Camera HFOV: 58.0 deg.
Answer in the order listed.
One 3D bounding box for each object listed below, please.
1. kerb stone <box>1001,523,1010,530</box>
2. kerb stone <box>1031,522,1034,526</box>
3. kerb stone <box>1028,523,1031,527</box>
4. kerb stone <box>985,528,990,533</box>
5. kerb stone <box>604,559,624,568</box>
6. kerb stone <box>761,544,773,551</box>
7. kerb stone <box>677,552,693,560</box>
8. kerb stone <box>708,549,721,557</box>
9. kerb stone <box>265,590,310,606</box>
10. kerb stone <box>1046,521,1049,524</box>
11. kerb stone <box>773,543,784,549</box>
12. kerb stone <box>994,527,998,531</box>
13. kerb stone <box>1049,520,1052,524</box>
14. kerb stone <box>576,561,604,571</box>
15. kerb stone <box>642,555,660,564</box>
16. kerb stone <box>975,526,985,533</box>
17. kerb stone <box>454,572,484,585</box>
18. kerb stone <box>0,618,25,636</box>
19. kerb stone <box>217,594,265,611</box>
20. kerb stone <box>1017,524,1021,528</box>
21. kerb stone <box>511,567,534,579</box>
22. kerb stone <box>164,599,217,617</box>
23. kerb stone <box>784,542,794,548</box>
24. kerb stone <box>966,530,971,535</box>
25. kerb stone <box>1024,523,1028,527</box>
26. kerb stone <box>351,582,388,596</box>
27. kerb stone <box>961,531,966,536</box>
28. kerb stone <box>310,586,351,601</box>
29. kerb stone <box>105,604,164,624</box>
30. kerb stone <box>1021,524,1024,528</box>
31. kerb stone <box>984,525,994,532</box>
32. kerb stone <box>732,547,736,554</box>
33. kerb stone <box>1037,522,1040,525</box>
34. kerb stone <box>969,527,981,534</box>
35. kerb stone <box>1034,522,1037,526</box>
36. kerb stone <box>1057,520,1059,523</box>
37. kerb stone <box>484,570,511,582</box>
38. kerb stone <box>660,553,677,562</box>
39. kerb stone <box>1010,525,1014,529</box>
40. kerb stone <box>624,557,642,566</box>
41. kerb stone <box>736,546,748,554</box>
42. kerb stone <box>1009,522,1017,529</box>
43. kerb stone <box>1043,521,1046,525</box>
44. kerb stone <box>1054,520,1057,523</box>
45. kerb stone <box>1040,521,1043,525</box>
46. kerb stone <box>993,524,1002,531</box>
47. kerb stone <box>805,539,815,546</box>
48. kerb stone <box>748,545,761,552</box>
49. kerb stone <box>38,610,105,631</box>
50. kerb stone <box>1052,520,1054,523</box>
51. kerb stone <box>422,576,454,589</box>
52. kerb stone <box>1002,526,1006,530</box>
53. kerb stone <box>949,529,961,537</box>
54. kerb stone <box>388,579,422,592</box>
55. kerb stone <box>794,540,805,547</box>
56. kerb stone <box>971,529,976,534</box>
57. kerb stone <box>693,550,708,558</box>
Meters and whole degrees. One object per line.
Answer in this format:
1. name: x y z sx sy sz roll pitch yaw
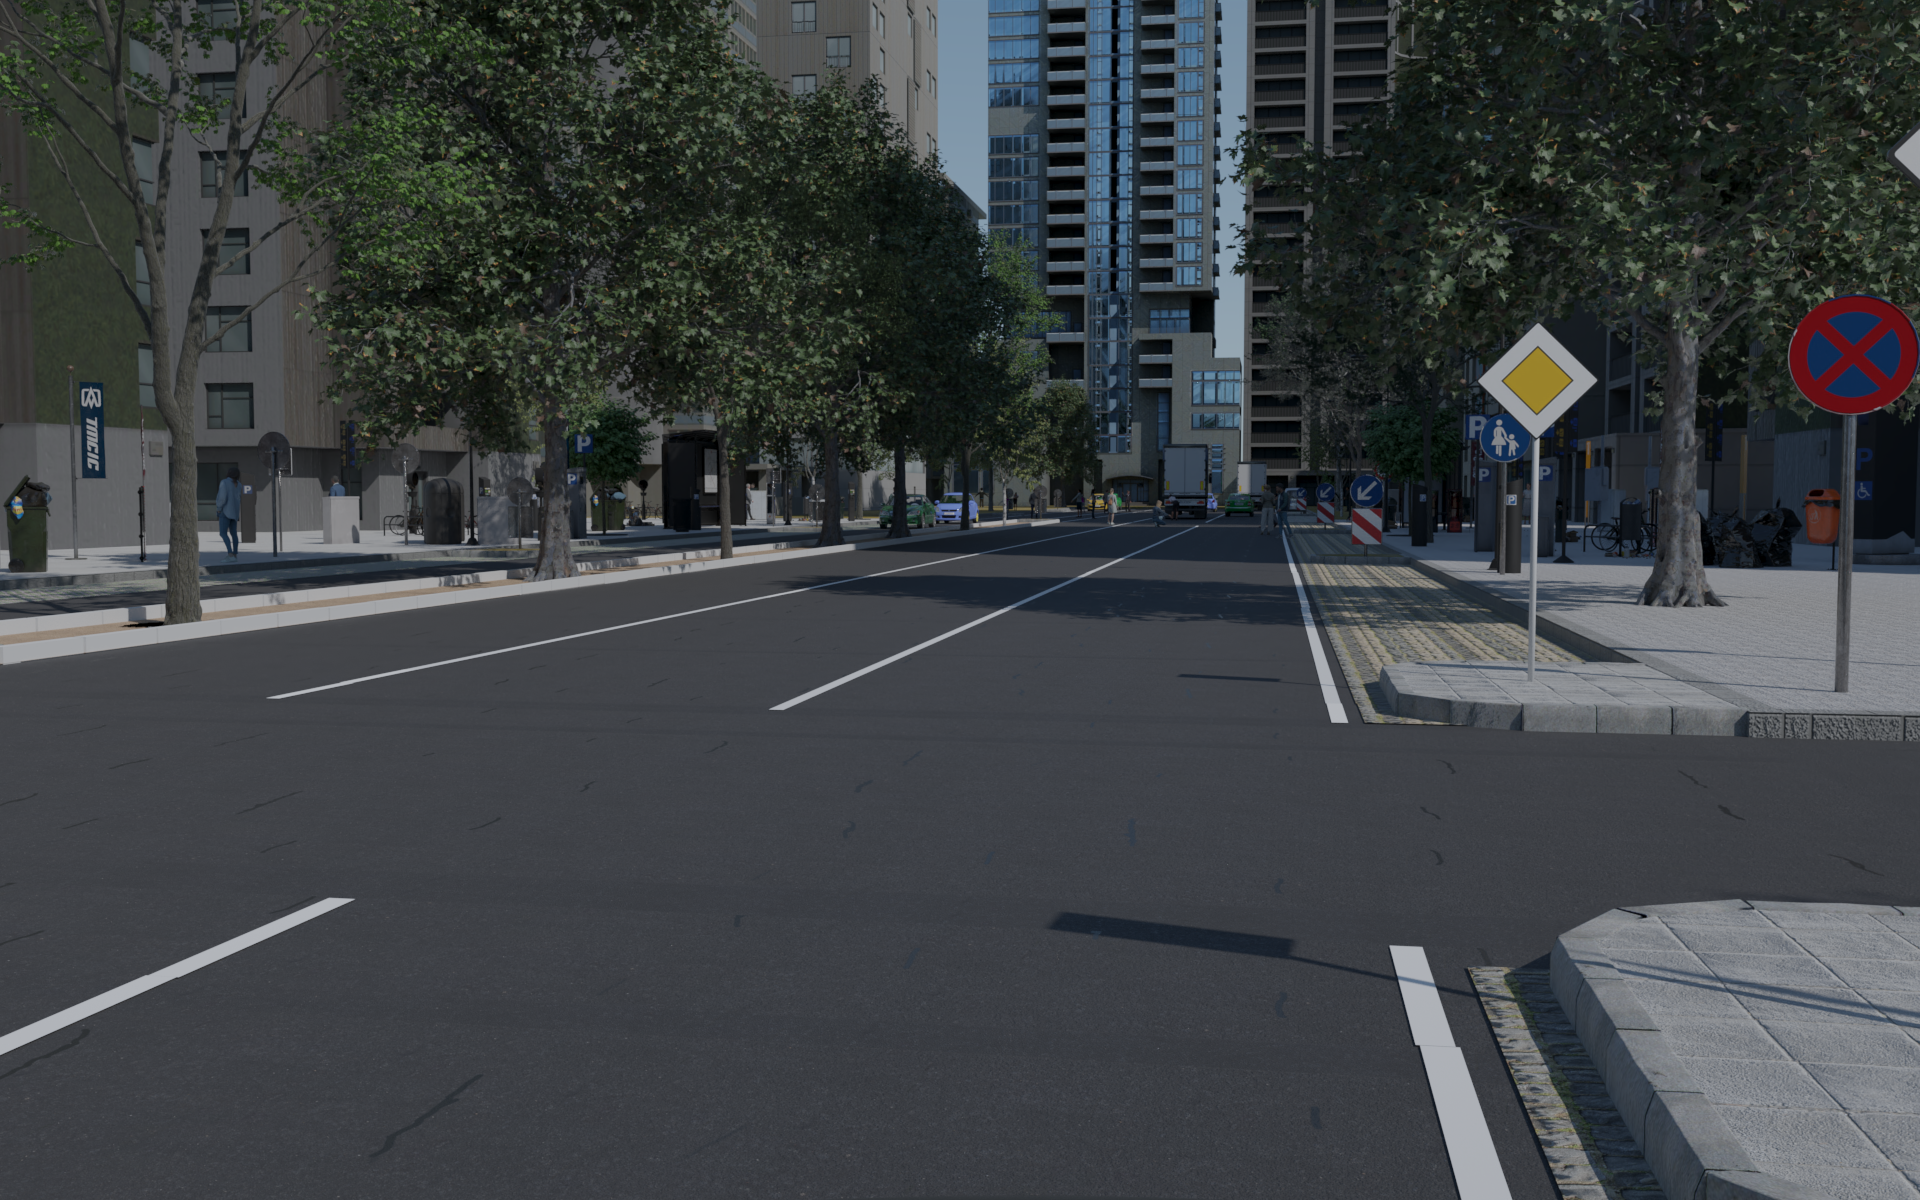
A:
1. kerb stone: 1.777 -2.894 69.509 0.120 0.150 1.000 1 4 10
2. kerb stone: 3.043 -3.320 76.573 0.120 0.150 1.000 1 4 10
3. kerb stone: 2.867 -3.264 75.566 0.120 0.150 1.000 1 4 10
4. kerb stone: 0.875 -2.584 64.477 0.120 0.150 1.000 1 4 10
5. kerb stone: -6.805 -0.695 33.589 0.120 0.150 1.000 1 4 10
6. kerb stone: -4.989 -1.310 43.679 0.120 0.150 1.000 1 4 10
7. kerb stone: -6.081 -0.941 37.618 0.120 0.150 1.000 1 4 10
8. kerb stone: -5.728 -1.067 39.646 0.120 0.150 1.000 1 4 10
9. kerb stone: -8.805 -0.018 22.485 0.120 0.150 1.000 1 4 10
10. kerb stone: 3.956 -3.635 81.626 0.120 0.150 1.000 1 4 10
11. kerb stone: -4.810 -1.375 44.696 0.120 0.150 1.000 1 4 10
12. kerb stone: 1.230 -2.709 66.491 0.120 0.150 1.000 1 4 10
13. kerb stone: 4.135 -3.694 82.633 0.120 0.150 1.000 1 4 10
14. kerb stone: -6.988 -0.632 32.575 0.120 0.150 1.000 1 4 10
15. kerb stone: -6.448 -0.820 35.602 0.120 0.150 1.000 1 4 10
16. kerb stone: 0.693 -2.522 63.471 0.120 0.150 1.000 1 4 10
17. kerb stone: -7.896 -0.323 27.537 0.120 0.150 1.000 1 4 10
18. kerb stone: -9.705 0.292 17.425 0.120 0.150 1.000 1 4 10
19. kerb stone: -8.986 0.044 21.474 0.120 0.150 1.000 1 4 10
20. kerb stone: 2.316 -3.076 72.536 0.120 0.150 1.000 1 4 10
21. kerb stone: -7.529 -0.450 29.548 0.120 0.150 1.000 1 4 10
22. kerb stone: -9.166 0.106 20.468 0.120 0.150 1.000 1 4 10
23. kerb stone: -4.628 -1.438 45.702 0.120 0.150 1.000 1 4 10
24. kerb stone: 0.144 -2.338 60.440 0.120 0.150 1.000 1 4 10
25. kerb stone: 2.683 -3.202 74.552 0.120 0.150 1.000 1 4 10
26. kerb stone: -8.438 -0.140 24.507 0.120 0.150 1.000 1 4 10
27. kerb stone: -0.042 -2.276 59.434 0.120 0.150 1.000 1 4 10
28. kerb stone: -8.619 -0.079 23.491 0.120 0.150 1.000 1 4 10
29. kerb stone: -9.344 0.168 19.454 0.120 0.150 1.000 1 4 10
30. kerb stone: 2.502 -3.138 73.541 0.120 0.150 1.000 1 4 10
31. kerb stone: 1.056 -2.648 65.483 0.120 0.150 1.000 1 4 10
32. kerb stone: -5.536 -1.123 40.651 0.120 0.150 1.000 1 4 10
33. kerb stone: 3.405 -3.450 78.597 0.120 0.150 1.000 1 4 10
34. kerb stone: 0.510 -2.463 62.465 0.120 0.150 1.000 1 4 10
35. kerb stone: 3.232 -3.388 77.586 0.120 0.150 1.000 1 4 10
36. kerb stone: 4.673 -3.882 85.662 0.120 0.150 1.000 1 4 10
37. kerb stone: -7.718 -0.388 28.543 0.120 0.150 1.000 1 4 10
38. kerb stone: -6.261 -0.881 36.607 0.120 0.150 1.000 1 4 10
39. kerb stone: 1.959 -2.955 70.515 0.120 0.150 1.000 1 4 10
40. kerb stone: -6.629 -0.754 34.596 0.120 0.150 1.000 1 4 10
41. kerb stone: -5.362 -1.187 41.669 0.120 0.150 1.000 1 4 10
42. kerb stone: 2.138 -3.017 71.521 0.120 0.150 1.000 1 4 10
43. kerb stone: 3.771 -3.569 80.621 0.120 0.150 1.000 1 4 10
44. kerb stone: 4.494 -3.820 84.654 0.120 0.150 1.000 1 4 10
45. kerb stone: 3.589 -3.511 79.603 0.120 0.150 1.000 1 4 10
46. kerb stone: 1.413 -2.771 67.497 0.120 0.150 1.000 1 4 10
47. kerb stone: -4.265 -1.561 47.720 0.120 0.150 1.000 1 4 10
48. kerb stone: -5.172 -1.251 42.673 0.120 0.150 1.000 1 4 10
49. kerb stone: -9.521 0.230 18.440 0.120 0.150 1.000 1 4 10
50. kerb stone: 4.317 -3.756 83.639 0.120 0.150 1.000 1 4 10
51. kerb stone: -8.071 -0.261 26.518 0.120 0.150 1.000 1 4 10
52. kerb stone: 1.601 -2.832 68.501 0.120 0.150 1.000 1 4 10
53. kerb stone: -0.215 -2.216 58.423 0.120 0.150 1.000 1 4 10
54. kerb stone: -8.257 -0.203 25.513 0.120 0.150 1.000 1 4 10
55. kerb stone: -4.444 -1.494 46.708 0.120 0.150 1.000 1 4 10
56. kerb stone: 0.334 -2.398 61.454 0.120 0.150 1.000 1 4 10
57. kerb stone: -5.907 -1.006 38.638 0.120 0.150 1.000 1 4 10
